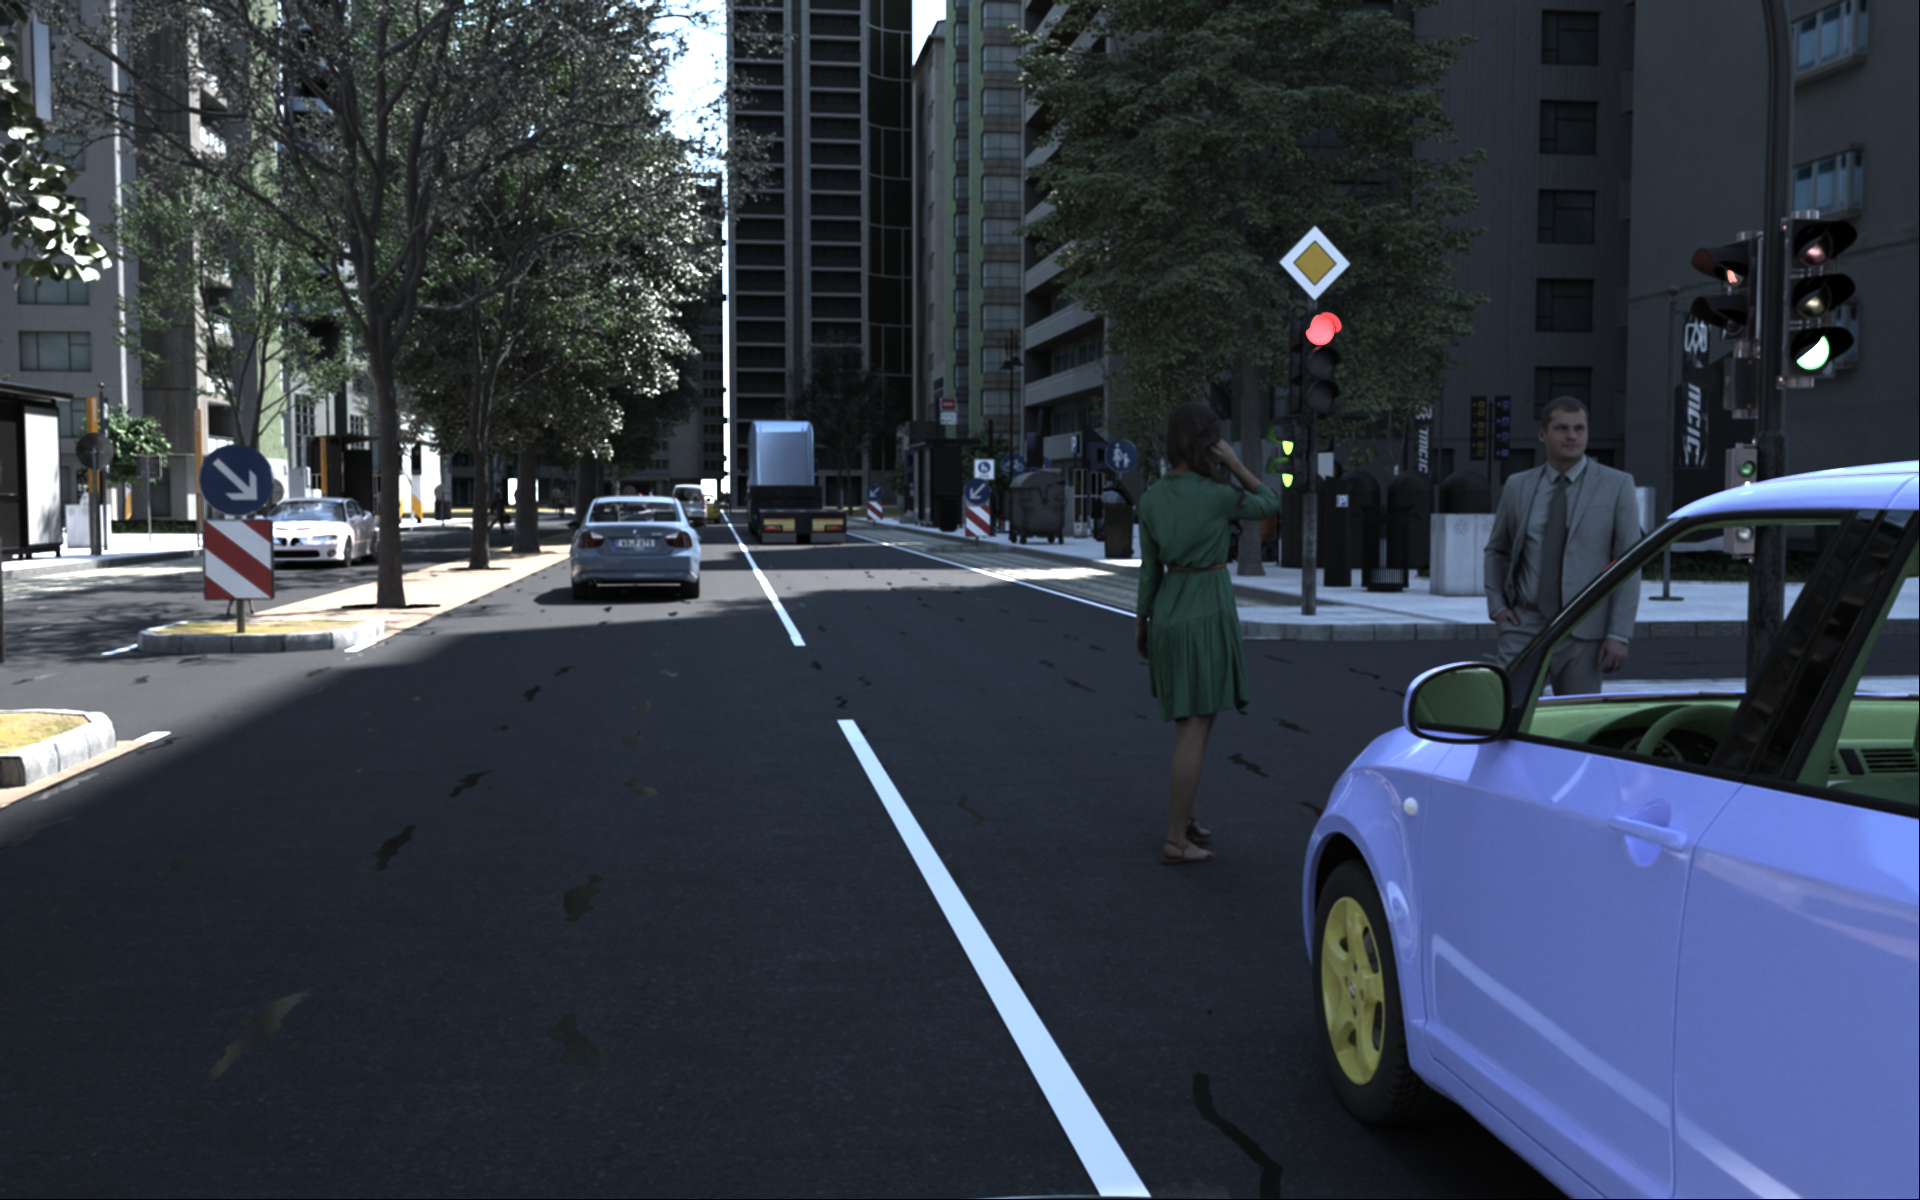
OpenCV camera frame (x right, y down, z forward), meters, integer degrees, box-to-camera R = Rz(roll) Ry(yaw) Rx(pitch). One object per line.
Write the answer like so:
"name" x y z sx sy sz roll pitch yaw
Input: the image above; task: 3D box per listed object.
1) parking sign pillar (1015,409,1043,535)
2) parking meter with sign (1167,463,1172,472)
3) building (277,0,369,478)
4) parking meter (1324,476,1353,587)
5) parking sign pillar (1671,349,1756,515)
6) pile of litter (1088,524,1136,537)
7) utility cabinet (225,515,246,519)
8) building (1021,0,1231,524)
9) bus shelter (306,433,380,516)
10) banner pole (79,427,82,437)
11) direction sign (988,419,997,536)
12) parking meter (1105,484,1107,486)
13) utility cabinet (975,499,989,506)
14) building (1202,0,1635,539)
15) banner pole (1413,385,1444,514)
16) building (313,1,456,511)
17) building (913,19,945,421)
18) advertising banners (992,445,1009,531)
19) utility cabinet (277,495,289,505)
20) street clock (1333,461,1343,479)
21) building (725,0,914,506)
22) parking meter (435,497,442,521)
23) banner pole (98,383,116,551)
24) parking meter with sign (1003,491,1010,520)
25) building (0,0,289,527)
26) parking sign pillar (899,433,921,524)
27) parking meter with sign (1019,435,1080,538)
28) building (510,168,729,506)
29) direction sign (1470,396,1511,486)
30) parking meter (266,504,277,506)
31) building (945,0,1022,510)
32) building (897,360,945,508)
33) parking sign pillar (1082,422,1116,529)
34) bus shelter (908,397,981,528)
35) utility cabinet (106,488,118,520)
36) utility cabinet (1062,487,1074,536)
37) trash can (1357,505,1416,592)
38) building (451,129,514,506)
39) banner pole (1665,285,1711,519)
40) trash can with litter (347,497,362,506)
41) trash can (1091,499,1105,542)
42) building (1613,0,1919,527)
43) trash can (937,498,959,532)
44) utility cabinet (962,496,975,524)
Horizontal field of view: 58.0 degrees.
"parking sign pillar" 2.363 -4.025 54.281 1.447 3.967 1.447 0 4 6
"parking meter with sign" 5.355 -2.851 42.879 0.543 3.016 1.738 0 4 -5
"building" -47.705 -48.194 100.642 22.319 86.520 31.000 -1 4 -8
"parking meter" 5.245 -0.955 24.023 0.372 1.533 0.369 0 3 0
"parking sign pillar" 12.832 -2.514 29.578 1.447 3.967 1.447 1 4 11
"pile of litter" 4.602 -2.306 51.671 1.176 0.858 1.719 -3 5 -45
"utility cabinet" -26.404 -3.191 63.330 1.020 1.237 0.306 1 4 21
"building" 15.357 -28.170 84.281 21.300 48.544 21.600 -1 4 -8
"bus shelter" -24.735 -4.795 69.685 1.731 3.624 6.357 0 4 -8
"banner pole" -32.981 -4.596 65.157 0.401 3.779 0.863 -1 4 -21
"direction sign" 0.931 -3.712 52.682 0.379 3.537 0.876 0 4 8
"parking meter" 3.830 -2.150 43.559 0.372 1.533 0.369 0 3 0
"utility cabinet" 0.987 -3.827 71.258 0.318 1.500 1.173 2 4 25
"building" 15.033 -17.380 55.865 14.160 30.474 14.107 -1 4 -8
"banner pole" 10.816 -3.049 39.863 0.863 3.779 0.401 2 4 34
"building" -55.562 -33.635 139.166 27.495 52.752 28.713 -1 4 -8
"building" 8.221 -37.400 200.723 27.495 52.752 28.713 -1 4 -8
"advertising banners" 1.427 -3.955 60.858 0.090 3.025 2.074 1 4 19
"utility cabinet" -30.043 -4.011 76.739 0.306 1.237 1.020 1 4 17
"street clock" 7.988 -2.004 37.336 0.358 2.002 0.471 -3 5 -42
"building" -15.563 -46.140 192.642 20.611 71.187 20.563 -1 4 -8
"parking meter" -24.944 -4.563 83.015 0.372 1.533 0.369 0 3 0
"banner pole" -19.424 -3.020 39.387 0.401 3.779 0.863 -1 4 -14
"parking meter with sign" 2.223 -5.395 84.469 1.738 3.016 0.543 0 4 0
"building" -37.171 -23.729 71.561 14.154 41.232 14.086 -1 4 -8
"parking sign pillar" -1.924 -5.315 75.380 1.447 3.967 1.447 -2 4 -33
"parking meter with sign" 2.611 -3.347 50.988 1.738 3.016 0.543 -1 4 -16
"building" -38.551 -30.882 196.798 23.993 40.220 32.217 -1 4 -8
"direction sign" 12.257 -2.942 40.096 0.876 3.537 0.379 1 4 16
"parking meter" -19.673 -2.518 49.579 0.372 1.533 0.369 0 3 0
"building" 5.707 -26.932 123.938 14.154 41.232 14.086 -1 4 -8
"building" 7.305 -50.974 146.100 22.319 86.520 31.000 -1 4 -8
"parking sign pillar" 5.203 -4.674 64.887 1.447 3.967 1.447 -2 4 -33
"bus shelter" -0.842 -5.613 69.408 2.179 5.291 8.768 0 4 -8
"utility cabinet" -31.304 -3.327 63.069 1.173 1.500 0.318 1 4 11
"utility cabinet" 2.981 -2.683 52.547 0.318 1.500 1.173 -3 4 -38
"trash can" 5.595 -0.680 22.772 0.748 1.137 0.748 0 3 0
"building" -60.218 -34.455 187.037 21.600 48.544 21.300 -1 4 -8
"banner pole" 8.765 -1.893 20.966 0.863 3.779 0.401 -2 4 -25
"trash can with litter" -22.598 -3.286 65.115 1.055 1.170 0.624 -3 5 -43
"trash can" 3.933 -2.162 47.008 0.748 1.137 0.748 0 3 0
"building" 27.625 -25.408 39.123 21.600 48.544 21.300 -1 4 -8
"trash can" -0.401 -2.897 59.022 0.748 1.137 0.748 0 3 0
"utility cabinet" 0.489 -3.846 74.051 0.306 1.237 1.020 3 5 44
